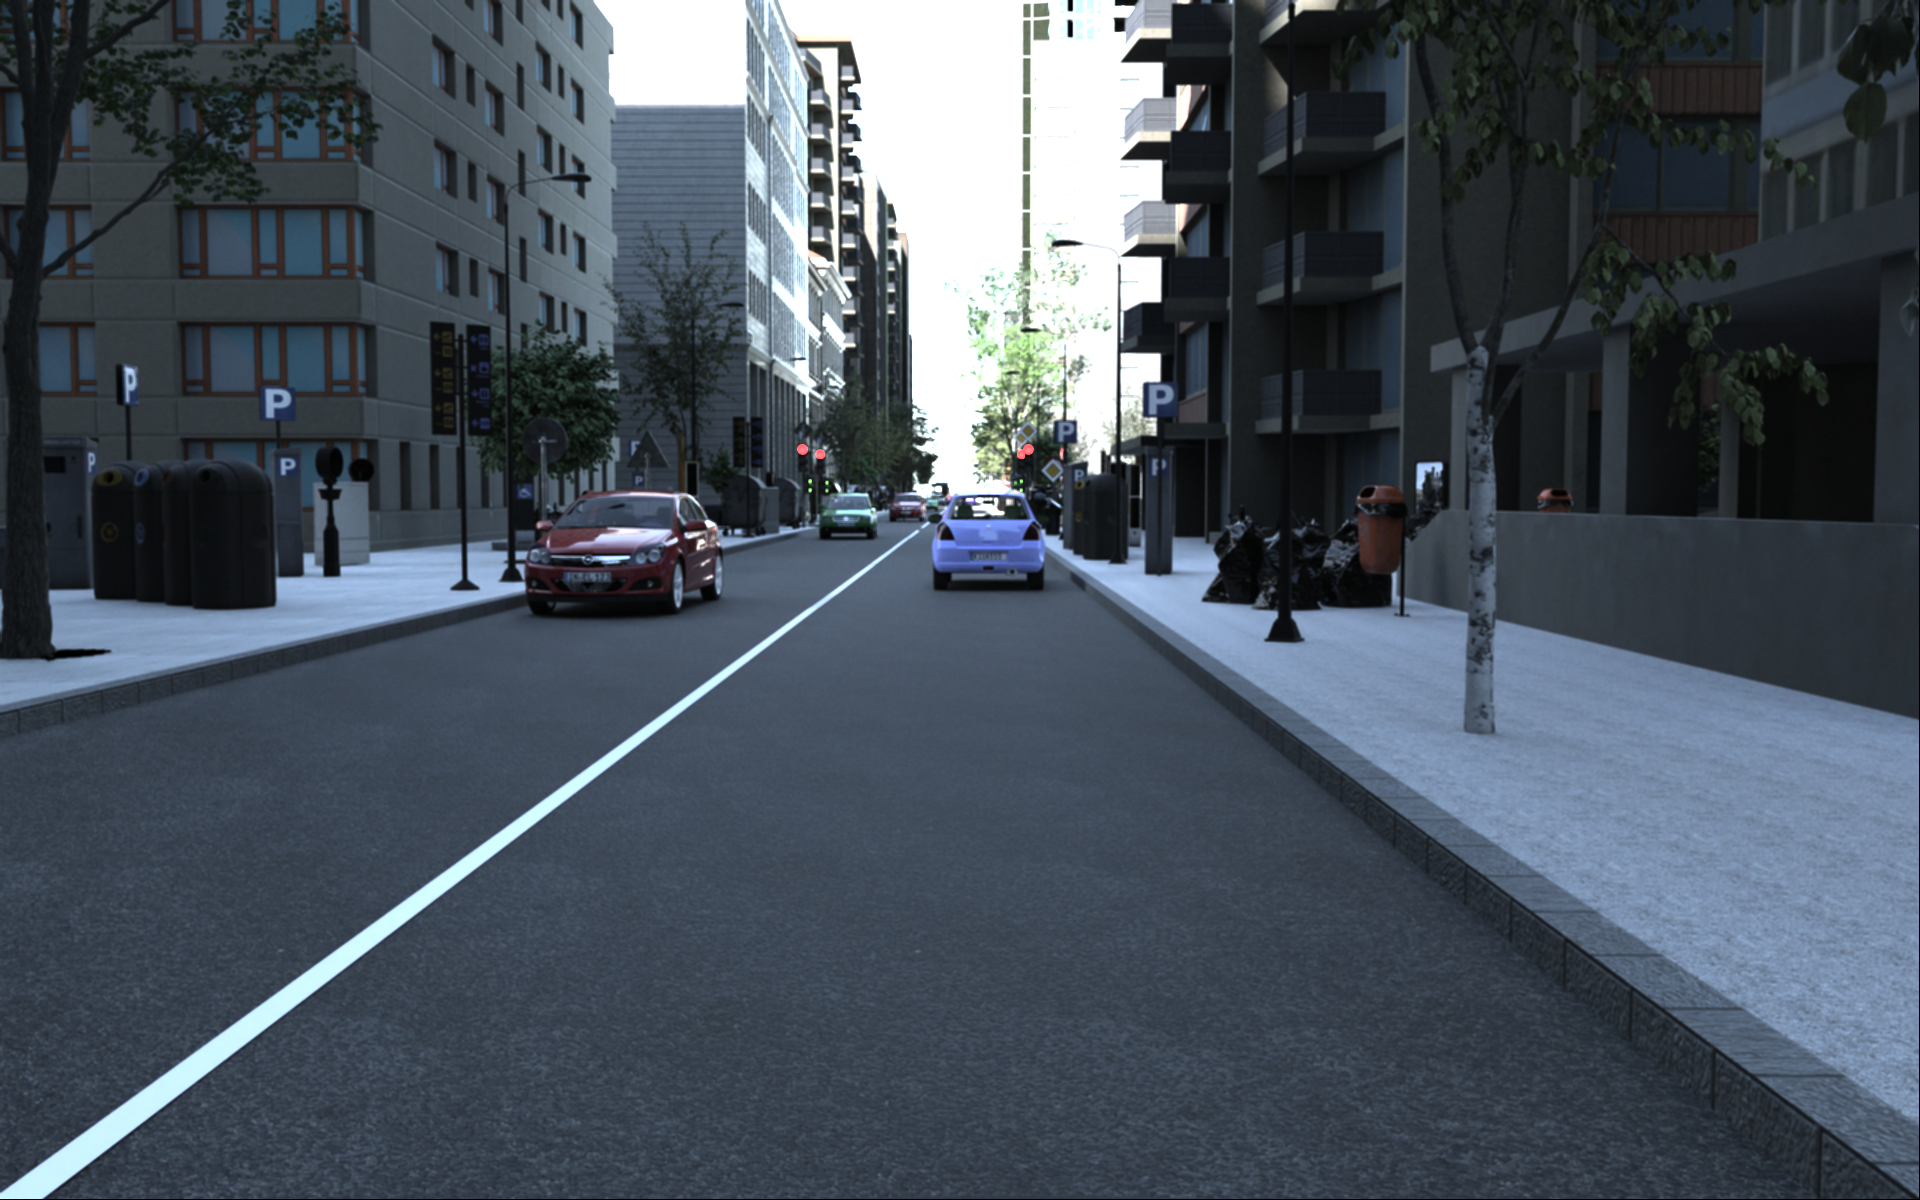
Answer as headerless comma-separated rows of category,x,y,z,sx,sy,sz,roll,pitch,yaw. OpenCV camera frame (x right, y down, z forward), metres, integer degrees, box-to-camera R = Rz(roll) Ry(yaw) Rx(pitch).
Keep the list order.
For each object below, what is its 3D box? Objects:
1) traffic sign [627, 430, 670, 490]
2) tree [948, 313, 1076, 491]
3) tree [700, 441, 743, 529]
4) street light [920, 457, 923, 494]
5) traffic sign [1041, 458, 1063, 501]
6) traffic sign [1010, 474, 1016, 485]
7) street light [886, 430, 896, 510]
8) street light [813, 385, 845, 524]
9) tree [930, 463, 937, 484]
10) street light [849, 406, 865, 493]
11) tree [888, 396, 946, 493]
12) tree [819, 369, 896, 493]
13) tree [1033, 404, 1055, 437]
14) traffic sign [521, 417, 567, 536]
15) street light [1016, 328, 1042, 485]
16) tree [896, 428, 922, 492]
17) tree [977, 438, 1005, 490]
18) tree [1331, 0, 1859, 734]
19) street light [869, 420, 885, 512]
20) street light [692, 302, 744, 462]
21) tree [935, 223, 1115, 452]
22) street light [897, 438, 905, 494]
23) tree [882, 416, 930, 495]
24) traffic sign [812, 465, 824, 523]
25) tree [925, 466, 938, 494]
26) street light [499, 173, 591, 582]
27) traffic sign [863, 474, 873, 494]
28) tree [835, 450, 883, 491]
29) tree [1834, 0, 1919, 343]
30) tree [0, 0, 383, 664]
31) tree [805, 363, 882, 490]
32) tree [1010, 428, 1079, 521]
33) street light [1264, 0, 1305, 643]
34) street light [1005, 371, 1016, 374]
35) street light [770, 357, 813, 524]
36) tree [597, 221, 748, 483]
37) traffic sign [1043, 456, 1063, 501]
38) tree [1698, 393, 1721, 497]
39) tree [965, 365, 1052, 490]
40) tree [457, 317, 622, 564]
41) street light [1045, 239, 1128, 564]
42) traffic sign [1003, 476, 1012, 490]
traffic sign,-6.351,-2.157,35.267,0.884,2.594,0.081,0,4,2
tree,3.154,-10.644,99.782,9.928,11.665,9.643,0,3,0
tree,-8.610,-4.203,63.322,1.663,3.219,1.824,0,3,0
street light,-5.318,-14.018,201.734,1.470,5.913,1.316,0,4,0
traffic sign,2.997,-3.344,55.861,0.795,2.450,0.064,0,4,3
traffic sign,3.132,-5.794,94.840,0.768,2.556,0.104,1,4,9
street light,-5.557,-9.350,125.414,1.470,5.913,1.316,0,4,0
street light,-5.830,-6.216,74.180,1.470,5.913,1.316,0,4,0
tree,-5.746,-14.789,192.166,4.360,8.622,3.978,0,3,0
street light,-5.767,-7.297,91.848,1.470,5.913,1.316,0,4,0
tree,-6.907,-19.455,224.744,9.857,13.997,8.962,0,3,0
tree,-6.667,-9.312,102.620,4.737,8.622,4.395,0,3,0
tree,7.424,-11.317,135.389,4.360,8.622,3.978,0,3,0
traffic sign,-6.915,-1.756,28.815,0.768,2.556,0.104,0,4,2
street light,2.396,-4.649,48.545,1.470,5.913,1.316,0,4,0
tree,-6.267,-11.512,138.581,4.737,8.622,4.395,0,3,0
tree,3.661,-15.250,199.703,4.360,8.622,3.978,0,3,0
tree,2.788,-3.576,8.833,4.737,8.622,4.395,0,3,0
street light,-5.648,-8.324,108.631,1.470,5.913,1.316,0,4,0
street light,-5.913,-4.247,41.984,1.470,5.913,1.316,0,4,0
tree,4.459,-16.272,121.934,12.611,20.169,13.585,0,3,0
street light,-5.505,-10.383,142.309,1.470,5.913,1.316,0,4,0
tree,-5.963,-13.039,163.554,4.360,8.622,3.978,0,3,0
traffic sign,-6.331,-4.681,76.537,0.884,2.594,0.081,0,4,3
tree,-5.803,-21.264,298.026,4.737,8.622,4.395,0,3,0
street light,-6.028,-3.221,25.201,1.470,5.913,1.316,0,4,0
traffic sign,-6.022,-6.827,111.626,0.884,2.594,0.081,0,4,7
tree,-7.062,-8.401,121.062,4.285,4.588,4.351,0,3,0
tree,2.710,-3.180,2.358,4.360,8.622,3.978,0,3,0
tree,-7.189,-5.353,13.283,9.928,11.665,9.643,0,3,0
tree,-6.683,-8.964,96.918,4.360,8.622,3.978,0,3,0
tree,4.224,-6.109,83.603,4.285,4.588,4.351,0,3,0
street light,2.294,-2.595,14.966,1.470,5.913,1.316,0,4,0
street light,2.418,-5.692,65.604,1.470,5.913,1.316,0,4,0
street light,-5.888,-5.283,58.912,1.470,5.913,1.316,0,4,0
tree,-7.420,-5.850,46.006,4.360,8.622,3.978,0,3,0
traffic sign,3.156,-3.547,58.095,0.768,2.556,0.104,1,4,9
tree,11.919,-2.067,28.405,1.663,3.219,1.824,0,3,0
tree,4.309,-14.195,150.221,7.486,12.596,7.792,0,3,0
tree,-7.817,-2.983,32.491,4.285,4.588,4.351,0,3,0
street light,2.368,-3.621,31.749,1.470,5.913,1.316,0,4,0
traffic sign,3.153,-6.839,111.917,0.768,2.556,0.104,1,4,10
